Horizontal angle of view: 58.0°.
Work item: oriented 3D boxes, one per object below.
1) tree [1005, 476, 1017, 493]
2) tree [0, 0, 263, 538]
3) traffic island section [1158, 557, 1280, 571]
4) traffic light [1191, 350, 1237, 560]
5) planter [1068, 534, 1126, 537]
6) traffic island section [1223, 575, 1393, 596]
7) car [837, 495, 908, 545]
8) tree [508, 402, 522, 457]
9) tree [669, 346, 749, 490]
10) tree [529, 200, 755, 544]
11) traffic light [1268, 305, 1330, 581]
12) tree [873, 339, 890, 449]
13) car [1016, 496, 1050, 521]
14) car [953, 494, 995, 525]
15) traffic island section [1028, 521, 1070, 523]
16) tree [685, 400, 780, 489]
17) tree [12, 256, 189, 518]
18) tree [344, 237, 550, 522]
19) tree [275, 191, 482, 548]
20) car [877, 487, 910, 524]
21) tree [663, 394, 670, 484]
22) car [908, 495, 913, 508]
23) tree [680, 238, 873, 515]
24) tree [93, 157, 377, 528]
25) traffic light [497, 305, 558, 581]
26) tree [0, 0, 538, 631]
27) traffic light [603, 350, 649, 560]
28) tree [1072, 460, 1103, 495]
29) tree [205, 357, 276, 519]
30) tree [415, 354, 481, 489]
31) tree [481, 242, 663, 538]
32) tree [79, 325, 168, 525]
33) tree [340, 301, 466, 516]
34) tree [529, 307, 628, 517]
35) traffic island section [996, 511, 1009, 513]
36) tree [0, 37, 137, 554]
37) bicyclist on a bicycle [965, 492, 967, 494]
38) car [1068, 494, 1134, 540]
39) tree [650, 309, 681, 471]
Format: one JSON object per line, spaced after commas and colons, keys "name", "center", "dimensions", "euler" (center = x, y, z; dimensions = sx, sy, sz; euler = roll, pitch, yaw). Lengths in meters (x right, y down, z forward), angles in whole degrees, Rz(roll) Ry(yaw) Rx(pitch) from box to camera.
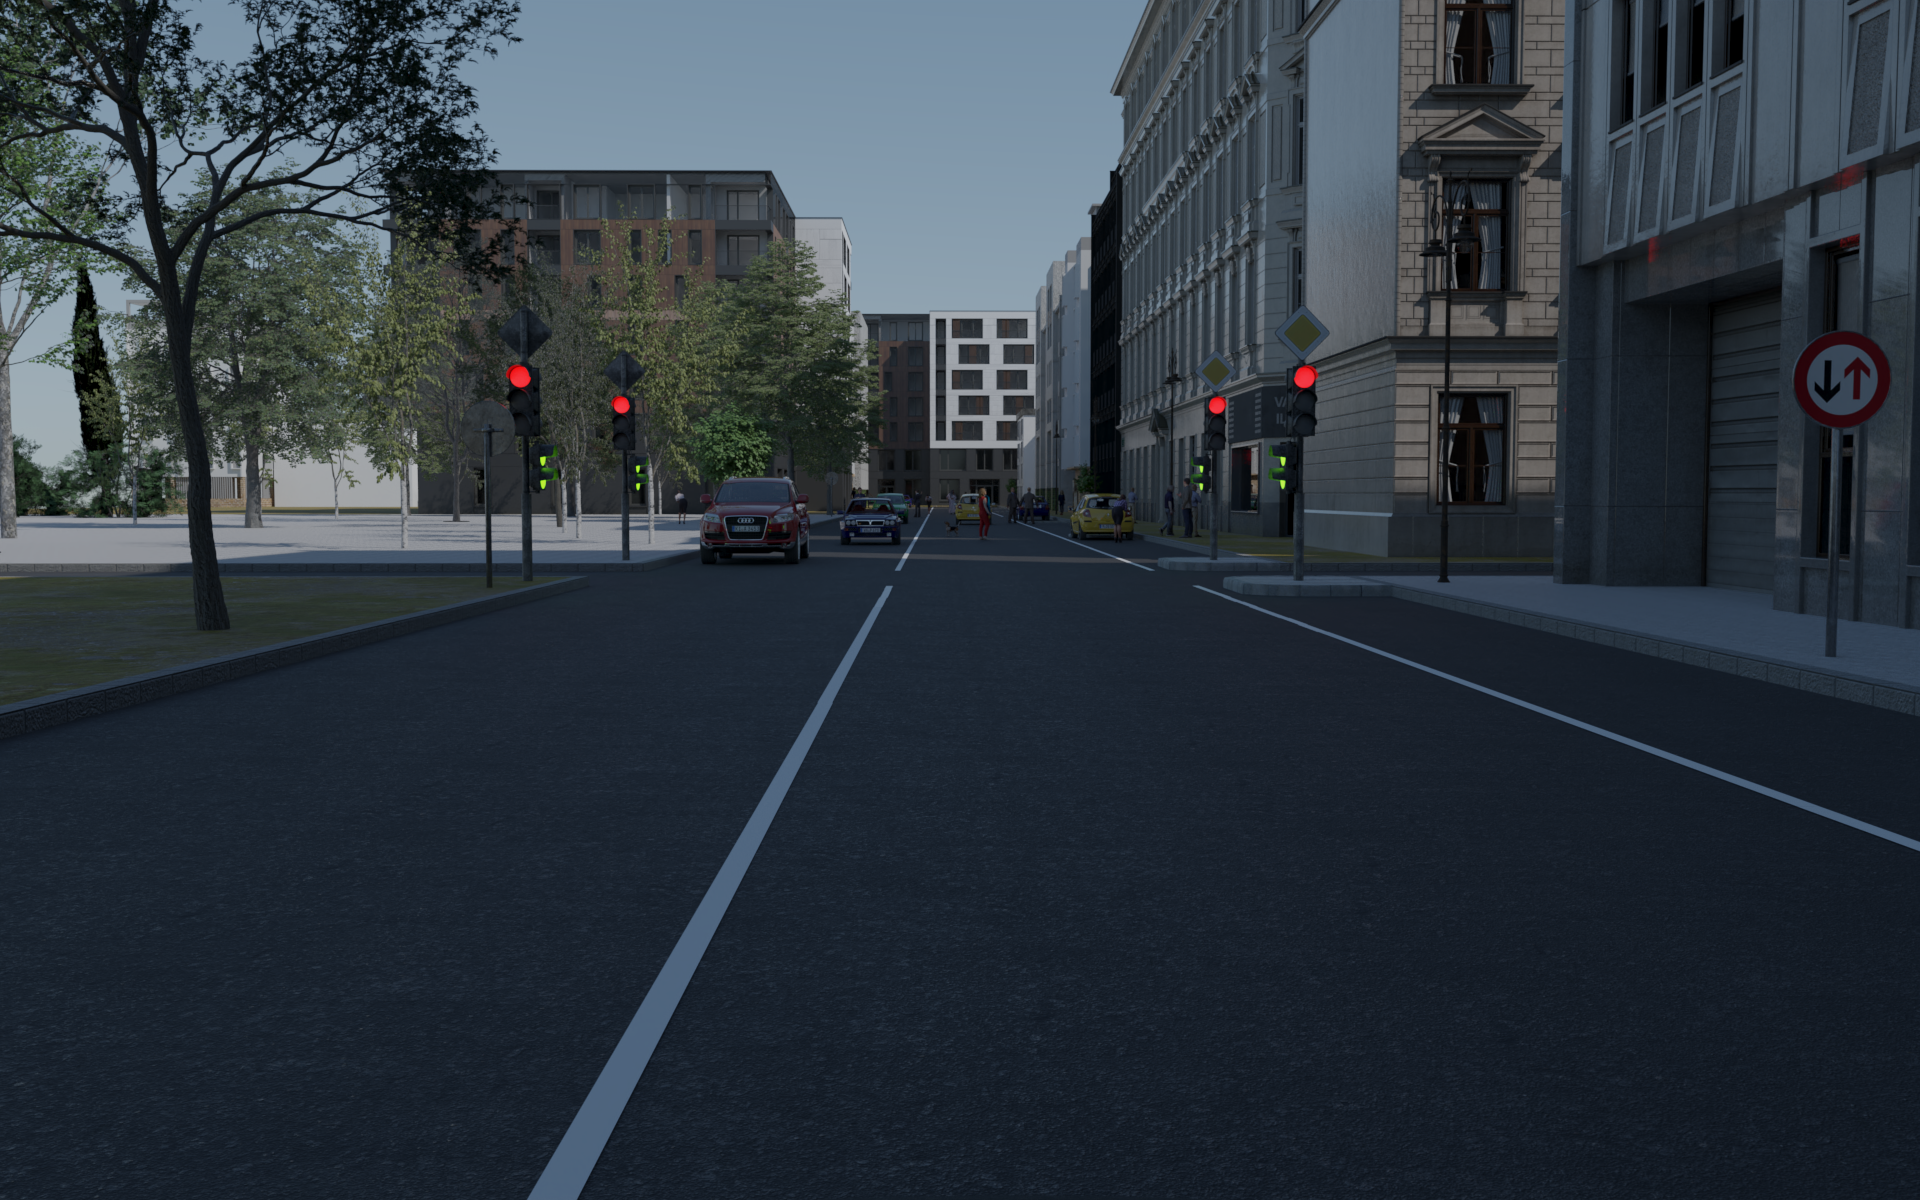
{"name": "tree", "center": [5.653, -11.698, 185.857], "dimensions": [1.663, 3.219, 1.824], "euler": [0, 3, 0]}
{"name": "tree", "center": [-26.088, -11.852, 49.663], "dimensions": [12.611, 20.169, 13.585], "euler": [0, 3, 0]}
{"name": "traffic island section", "center": [4.951, -0.697, 33.669], "dimensions": [2.009, 0.180, 2.903], "euler": [0, 4, -1]}
{"name": "traffic light", "center": [4.911, -2.710, 33.556], "dimensions": [0.839, 4.213, 0.868], "euler": [0, 4, -1]}
{"name": "planter", "center": [4.671, -2.274, 58.326], "dimensions": [1.991, 0.319, 1.994], "euler": [0, 4, -1]}
{"name": "traffic island section", "center": [5.042, -0.208, 25.684], "dimensions": [2.009, 0.180, 2.903], "euler": [0, 4, -1]}
{"name": "car", "center": [-2.584, -2.301, 50.195], "dimensions": [1.945, 1.354, 3.894], "euler": [0, 4, -3]}
{"name": "tree", "center": [-26.210, -9.524, 106.085], "dimensions": [4.737, 8.622, 4.395], "euler": [0, 3, 0]}
{"name": "tree", "center": [-11.441, -8.198, 84.406], "dimensions": [4.360, 8.622, 3.978], "euler": [0, 3, 0]}
{"name": "tree", "center": [-7.691, -5.733, 44.099], "dimensions": [4.737, 8.622, 4.395], "euler": [0, 3, 0]}
{"name": "traffic light", "center": [5.002, -2.222, 25.571], "dimensions": [0.839, 4.213, 0.868], "euler": [0, 4, -1]}
{"name": "tree", "center": [-7.968, -11.442, 105.210], "dimensions": [7.486, 12.596, 7.792], "euler": [0, 3, 0]}
{"name": "car", "center": [3.973, -5.045, 95.068], "dimensions": [1.945, 1.354, 3.894], "euler": [0, 4, -1]}
{"name": "car", "center": [0.668, -4.417, 82.436], "dimensions": [2.015, 1.641, 3.980], "euler": [0, 4, 1]}
{"name": "traffic island section", "center": [4.356, -3.827, 85.436], "dimensions": [1.991, 0.108, 1.994], "euler": [0, 4, -1]}
{"name": "tree", "center": [-7.915, -4.682, 60.271], "dimensions": [4.285, 4.588, 4.351], "euler": [0, 3, 0]}
{"name": "tree", "center": [-51.585, -11.859, 95.709], "dimensions": [18.604, 14.587, 13.155], "euler": [2, 4, 34]}
{"name": "tree", "center": [-23.099, -10.342, 79.463], "dimensions": [12.009, 13.543, 11.850], "euler": [0, 3, 0]}
{"name": "tree", "center": [-13.348, -5.519, 40.600], "dimensions": [4.737, 8.622, 4.395], "euler": [0, 3, 0]}
{"name": "car", "center": [-3.414, -4.645, 84.735], "dimensions": [1.959, 1.807, 4.718], "euler": [0, 4, -2]}
{"name": "tree", "center": [-18.191, -9.511, 105.860], "dimensions": [4.360, 8.622, 3.978], "euler": [0, 3, 0]}
{"name": "car", "center": [-5.942, -10.328, 181.439], "dimensions": [1.945, 1.354, 3.894], "euler": [0, 4, -3]}
{"name": "tree", "center": [-8.003, -9.749, 77.520], "dimensions": [7.486, 12.596, 7.792], "euler": [0, 3, 0]}
{"name": "tree", "center": [-26.783, -9.682, 64.963], "dimensions": [9.857, 13.997, 8.962], "euler": [0, 3, 0]}
{"name": "traffic light", "center": [-6.359, -2.213, 25.427], "dimensions": [0.839, 4.213, 0.868], "euler": [0, 4, -1]}
{"name": "tree", "center": [-7.410, -5.002, 16.188], "dimensions": [7.601, 10.594, 8.767], "euler": [1, 4, 12]}
{"name": "traffic light", "center": [-6.449, -2.701, 33.411], "dimensions": [0.839, 4.213, 0.868], "euler": [0, 4, -1]}
{"name": "tree", "center": [6.975, -6.251, 96.804], "dimensions": [1.663, 3.219, 1.824], "euler": [0, 3, 0]}
{"name": "tree", "center": [-34.100, -8.154, 83.676], "dimensions": [4.737, 8.622, 4.395], "euler": [0, 3, 0]}
{"name": "tree", "center": [-26.108, -8.524, 89.730], "dimensions": [4.360, 8.622, 3.978], "euler": [0, 3, 0]}
{"name": "tree", "center": [-11.273, -6.086, 49.874], "dimensions": [4.360, 8.622, 3.978], "euler": [0, 3, 0]}
{"name": "tree", "center": [-34.803, -7.487, 72.781], "dimensions": [4.737, 8.622, 4.395], "euler": [0, 3, 0]}
{"name": "tree", "center": [-33.091, -11.243, 101.950], "dimensions": [7.486, 12.596, 7.792], "euler": [0, 3, 0]}
{"name": "tree", "center": [-22.184, -10.782, 98.334], "dimensions": [6.751, 12.117, 7.091], "euler": [0, 3, 0]}
{"name": "traffic island section", "center": [3.796, -6.888, 135.483], "dimensions": [1.991, 0.108, 1.994], "euler": [0, 4, -1]}
{"name": "tree", "center": [-21.413, -6.797, 36.879], "dimensions": [9.928, 11.665, 9.643], "euler": [0, 3, 0]}
{"name": "bicyclist on a bicycle", "center": [0.484, -8.466, 148.444], "dimensions": [1.499, 1.676, 1.625], "euler": [0, 4, -1]}
{"name": "car", "center": [4.501, -2.753, 55.236], "dimensions": [2.015, 1.641, 3.980], "euler": [0, 4, -2]}
{"name": "tree", "center": [-12.472, -10.608, 91.565], "dimensions": [7.486, 12.596, 7.792], "euler": [0, 3, 0]}
